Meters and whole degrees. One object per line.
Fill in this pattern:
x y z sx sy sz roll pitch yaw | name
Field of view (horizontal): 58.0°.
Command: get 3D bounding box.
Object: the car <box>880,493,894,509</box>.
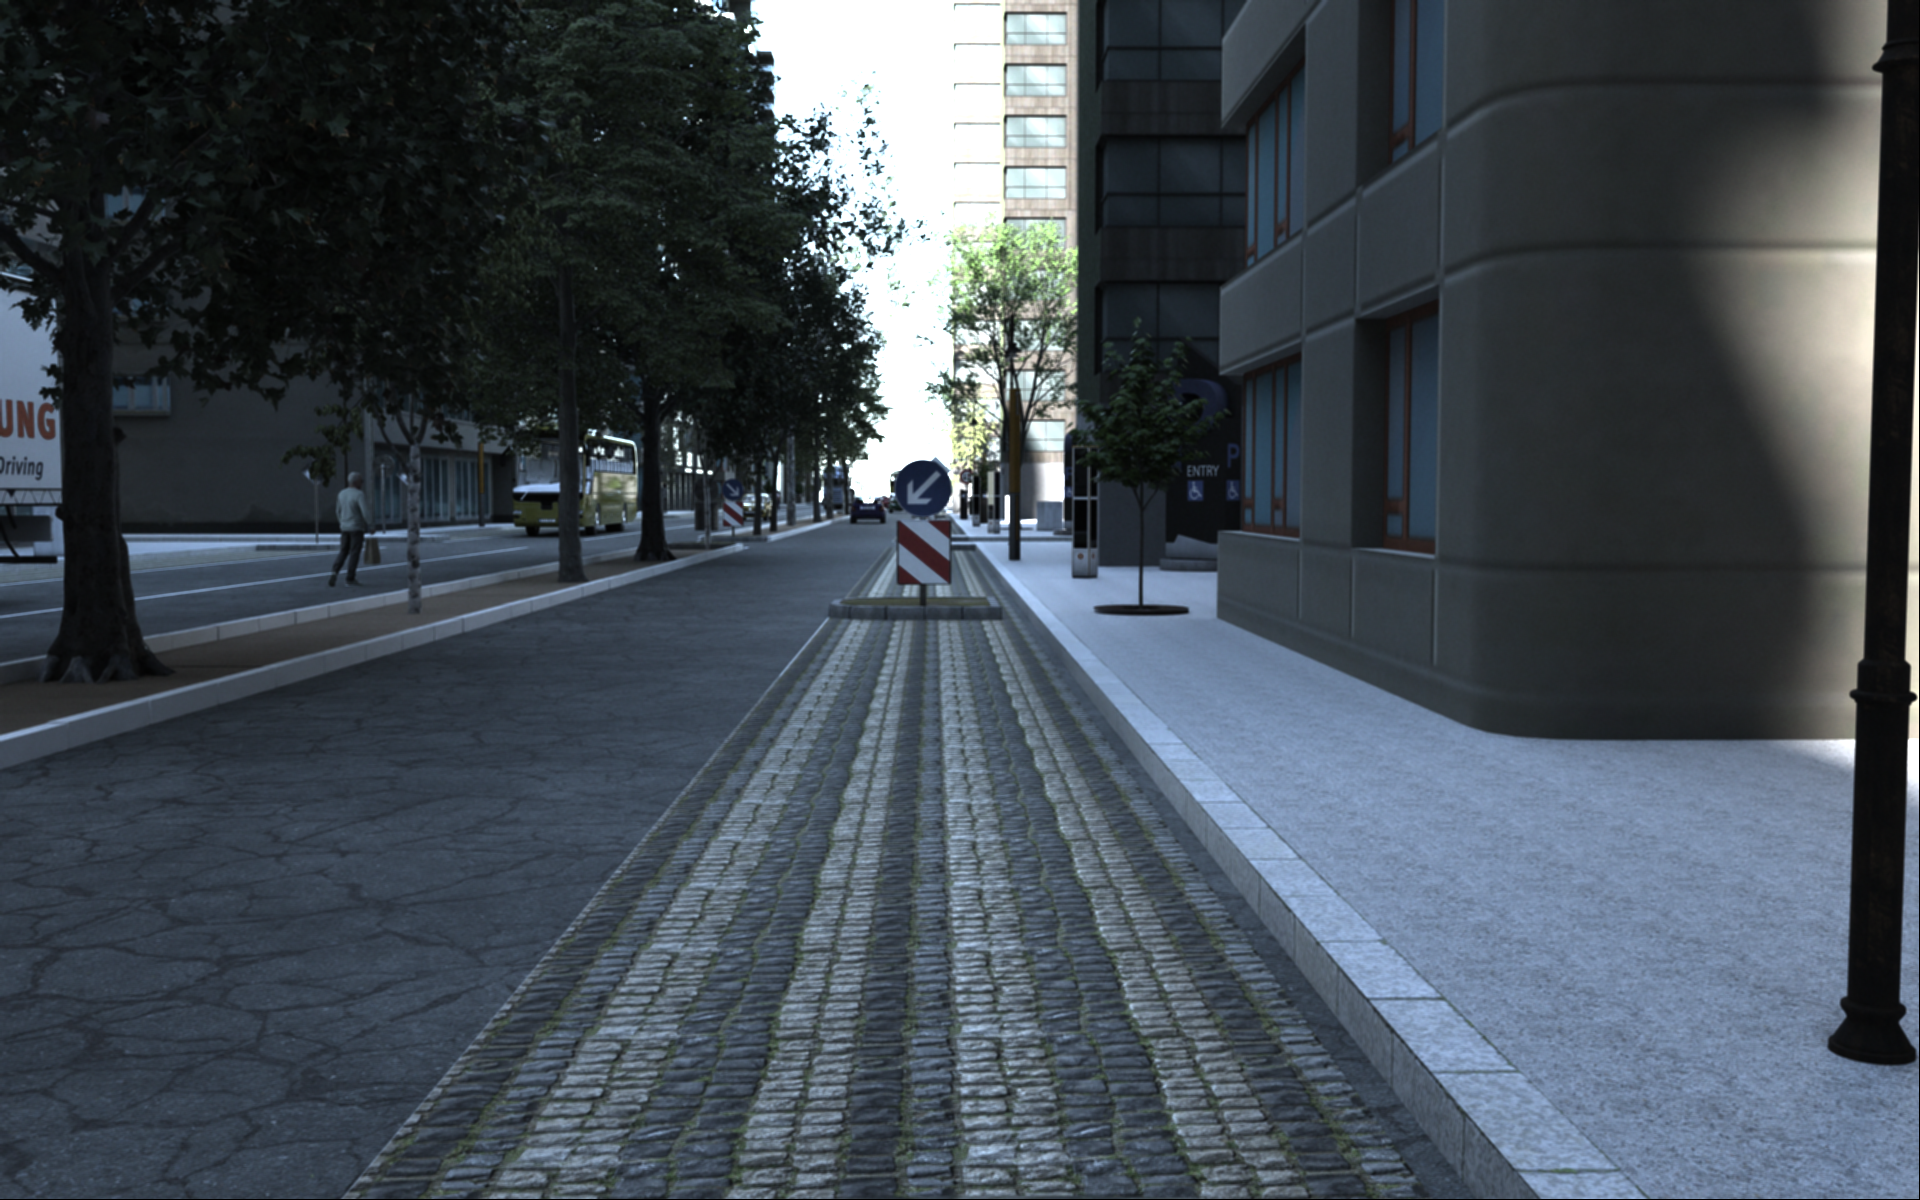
-5.841 -8.416 146.635 2.155 1.783 4.494 0 4 -2 | car

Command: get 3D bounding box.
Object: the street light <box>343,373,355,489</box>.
-18.886 -4.920 53.238 0.468 5.910 1.993 0 4 -1 | street light

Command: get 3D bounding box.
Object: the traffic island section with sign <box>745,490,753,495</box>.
-18.452 -8.745 151.610 1.989 1.847 2.006 0 4 -1 | traffic island section with sign

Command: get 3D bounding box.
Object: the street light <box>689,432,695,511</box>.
-20.044 -9.587 129.542 0.468 5.910 1.993 0 4 -1 | street light

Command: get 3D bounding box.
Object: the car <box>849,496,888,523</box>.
-4.539 -4.473 85.720 1.945 1.354 3.894 0 4 -2 | car

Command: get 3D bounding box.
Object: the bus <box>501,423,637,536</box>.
-13.882 -4.369 62.979 2.896 3.916 12.252 0 4 -2 | bus

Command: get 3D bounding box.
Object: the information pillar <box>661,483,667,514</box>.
-19.519 -6.713 114.244 0.304 2.012 0.304 -2 4 -32 | information pillar

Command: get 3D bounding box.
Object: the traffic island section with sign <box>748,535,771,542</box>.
-6.833 -2.728 52.736 2.006 1.907 1.989 0 4 -1 | traffic island section with sign

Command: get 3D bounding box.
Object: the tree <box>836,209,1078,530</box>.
2.065 -8.359 62.423 9.928 11.665 9.643 0 3 0 | tree

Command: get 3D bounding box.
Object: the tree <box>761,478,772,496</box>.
-21.096 -12.006 190.895 1.663 3.219 1.824 0 3 0 | tree

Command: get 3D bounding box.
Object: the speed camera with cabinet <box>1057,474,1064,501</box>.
5.723 -5.422 82.987 2.038 3.252 0.660 1 4 16 | speed camera with cabinet

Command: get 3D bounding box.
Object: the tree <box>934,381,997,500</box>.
0.562 -9.769 110.089 4.737 8.622 4.395 0 3 0 | tree

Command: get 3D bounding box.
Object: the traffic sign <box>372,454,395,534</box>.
-18.550 -3.401 55.712 0.768 2.556 0.104 0 4 8 | traffic sign

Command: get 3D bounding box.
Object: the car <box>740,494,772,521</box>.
-11.150 -5.120 93.927 2.015 1.641 3.980 0 3 0 | car

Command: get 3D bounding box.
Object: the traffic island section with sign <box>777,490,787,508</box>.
-18.902 -10.462 179.679 1.989 1.847 2.006 0 4 -1 | traffic island section with sign

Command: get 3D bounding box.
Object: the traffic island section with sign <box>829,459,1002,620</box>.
-0.536 -0.725 20.484 1.989 1.847 2.006 0 4 -1 | traffic island section with sign

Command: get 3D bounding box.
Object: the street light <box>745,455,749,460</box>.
-20.763 -12.036 169.573 0.468 5.910 1.993 0 4 -1 | street light

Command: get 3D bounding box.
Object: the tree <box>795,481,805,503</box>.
-21.978 -14.899 238.203 1.663 3.219 1.824 0 3 0 | tree

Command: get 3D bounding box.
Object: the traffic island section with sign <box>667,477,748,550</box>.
-6.722 -2.275 45.330 2.006 1.907 1.989 0 4 -1 | traffic island section with sign

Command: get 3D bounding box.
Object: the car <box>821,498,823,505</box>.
-16.744 -12.763 221.262 1.945 1.354 3.894 0 4 1 | car

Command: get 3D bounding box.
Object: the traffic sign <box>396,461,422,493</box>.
-16.805 -3.010 52.857 0.795 2.450 0.064 0 4 -1 | traffic sign

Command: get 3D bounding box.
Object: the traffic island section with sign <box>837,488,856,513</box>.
-8.069 -7.323 127.865 2.006 1.907 1.989 0 4 -1 | traffic island section with sign

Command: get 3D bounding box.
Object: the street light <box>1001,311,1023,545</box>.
1.308 -4.345 43.827 0.468 5.910 1.993 0 4 -1 | street light

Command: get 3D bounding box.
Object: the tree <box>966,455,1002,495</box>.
1.111 -5.520 84.858 1.663 3.219 1.824 0 3 0 | tree

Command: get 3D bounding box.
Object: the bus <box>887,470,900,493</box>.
-5.877 -11.219 174.982 2.896 3.916 12.252 0 4 -3 | bus

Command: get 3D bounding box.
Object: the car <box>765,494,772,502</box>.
-14.357 -6.926 123.463 2.015 1.641 3.980 0 4 1 | car

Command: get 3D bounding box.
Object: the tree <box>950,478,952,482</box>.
-0.619 -10.594 167.814 1.663 3.219 1.824 0 3 0 | tree

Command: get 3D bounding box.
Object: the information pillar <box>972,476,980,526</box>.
0.646 -3.930 68.743 0.304 2.012 0.304 0 4 -3 | information pillar

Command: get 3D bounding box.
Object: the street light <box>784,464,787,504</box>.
-21.441 -14.725 213.534 0.468 5.910 1.993 0 4 -1 | street light

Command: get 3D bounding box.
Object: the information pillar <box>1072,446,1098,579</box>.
1.908 -1.341 26.424 0.304 2.012 0.304 2 4 31 | information pillar

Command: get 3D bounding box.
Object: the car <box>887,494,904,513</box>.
-4.488 -7.364 132.194 2.131 1.459 4.920 0 4 -1 | car

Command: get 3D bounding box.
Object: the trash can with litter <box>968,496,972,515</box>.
0.918 -5.782 105.927 0.624 1.170 1.055 -1 4 -21 | trash can with litter

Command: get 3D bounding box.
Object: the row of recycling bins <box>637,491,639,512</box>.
-24.085 -7.076 122.805 3.534 1.692 1.069 3 5 41 | row of recycling bins

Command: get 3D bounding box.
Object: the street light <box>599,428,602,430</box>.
-19.536 -7.369 93.270 0.468 5.910 1.993 0 4 -1 | street light

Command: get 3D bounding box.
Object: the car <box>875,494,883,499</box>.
-12.727 -15.935 272.539 2.014 1.417 4.499 0 4 -2 | car

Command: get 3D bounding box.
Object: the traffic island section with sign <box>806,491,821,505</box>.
-19.810 -13.853 235.116 1.989 1.847 2.006 0 4 -1 | traffic island section with sign

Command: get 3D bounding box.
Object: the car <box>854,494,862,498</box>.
-12.931 -12.705 216.525 1.959 1.807 4.718 0 4 -2 | car

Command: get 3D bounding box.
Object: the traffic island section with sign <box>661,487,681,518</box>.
-17.655 -5.758 102.771 1.989 1.847 2.006 0 4 -1 | traffic island section with sign

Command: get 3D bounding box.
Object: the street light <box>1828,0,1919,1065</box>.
2.093 -1.897 3.798 0.468 5.910 1.993 0 4 -1 | street light

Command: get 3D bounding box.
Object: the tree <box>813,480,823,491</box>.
-23.709 -18.403 284.595 4.285 4.588 4.351 0 3 0 | tree

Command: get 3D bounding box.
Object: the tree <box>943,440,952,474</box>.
-0.113 -16.252 216.086 4.360 8.622 3.978 0 3 0 | tree

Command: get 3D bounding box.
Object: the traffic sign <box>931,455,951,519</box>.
-0.633 -2.536 45.113 0.795 2.450 0.064 0 4 -1 | traffic sign

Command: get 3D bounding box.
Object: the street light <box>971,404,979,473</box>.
0.712 -7.037 87.841 0.468 5.910 1.993 0 4 -1 | street light

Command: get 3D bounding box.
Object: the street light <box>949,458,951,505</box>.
-1.204 -14.162 204.329 0.468 5.910 1.993 0 4 -1 | street light

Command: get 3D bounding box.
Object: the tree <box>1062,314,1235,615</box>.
1.926 -1.483 18.847 1.663 3.219 1.824 0 3 0 | tree

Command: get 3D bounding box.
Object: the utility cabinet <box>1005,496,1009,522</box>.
2.251 -4.174 79.403 0.306 1.237 1.020 0 4 6 | utility cabinet

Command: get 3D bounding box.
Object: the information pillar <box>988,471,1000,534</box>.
1.101 -3.168 56.290 0.304 2.012 0.304 3 5 42 | information pillar

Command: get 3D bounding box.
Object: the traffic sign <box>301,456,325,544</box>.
-16.675 -2.522 44.873 0.795 2.450 0.064 0 4 -1 | traffic sign

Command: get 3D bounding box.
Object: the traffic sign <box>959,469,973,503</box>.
0.356 -5.440 89.058 0.768 2.556 0.104 0 4 2 | traffic sign
